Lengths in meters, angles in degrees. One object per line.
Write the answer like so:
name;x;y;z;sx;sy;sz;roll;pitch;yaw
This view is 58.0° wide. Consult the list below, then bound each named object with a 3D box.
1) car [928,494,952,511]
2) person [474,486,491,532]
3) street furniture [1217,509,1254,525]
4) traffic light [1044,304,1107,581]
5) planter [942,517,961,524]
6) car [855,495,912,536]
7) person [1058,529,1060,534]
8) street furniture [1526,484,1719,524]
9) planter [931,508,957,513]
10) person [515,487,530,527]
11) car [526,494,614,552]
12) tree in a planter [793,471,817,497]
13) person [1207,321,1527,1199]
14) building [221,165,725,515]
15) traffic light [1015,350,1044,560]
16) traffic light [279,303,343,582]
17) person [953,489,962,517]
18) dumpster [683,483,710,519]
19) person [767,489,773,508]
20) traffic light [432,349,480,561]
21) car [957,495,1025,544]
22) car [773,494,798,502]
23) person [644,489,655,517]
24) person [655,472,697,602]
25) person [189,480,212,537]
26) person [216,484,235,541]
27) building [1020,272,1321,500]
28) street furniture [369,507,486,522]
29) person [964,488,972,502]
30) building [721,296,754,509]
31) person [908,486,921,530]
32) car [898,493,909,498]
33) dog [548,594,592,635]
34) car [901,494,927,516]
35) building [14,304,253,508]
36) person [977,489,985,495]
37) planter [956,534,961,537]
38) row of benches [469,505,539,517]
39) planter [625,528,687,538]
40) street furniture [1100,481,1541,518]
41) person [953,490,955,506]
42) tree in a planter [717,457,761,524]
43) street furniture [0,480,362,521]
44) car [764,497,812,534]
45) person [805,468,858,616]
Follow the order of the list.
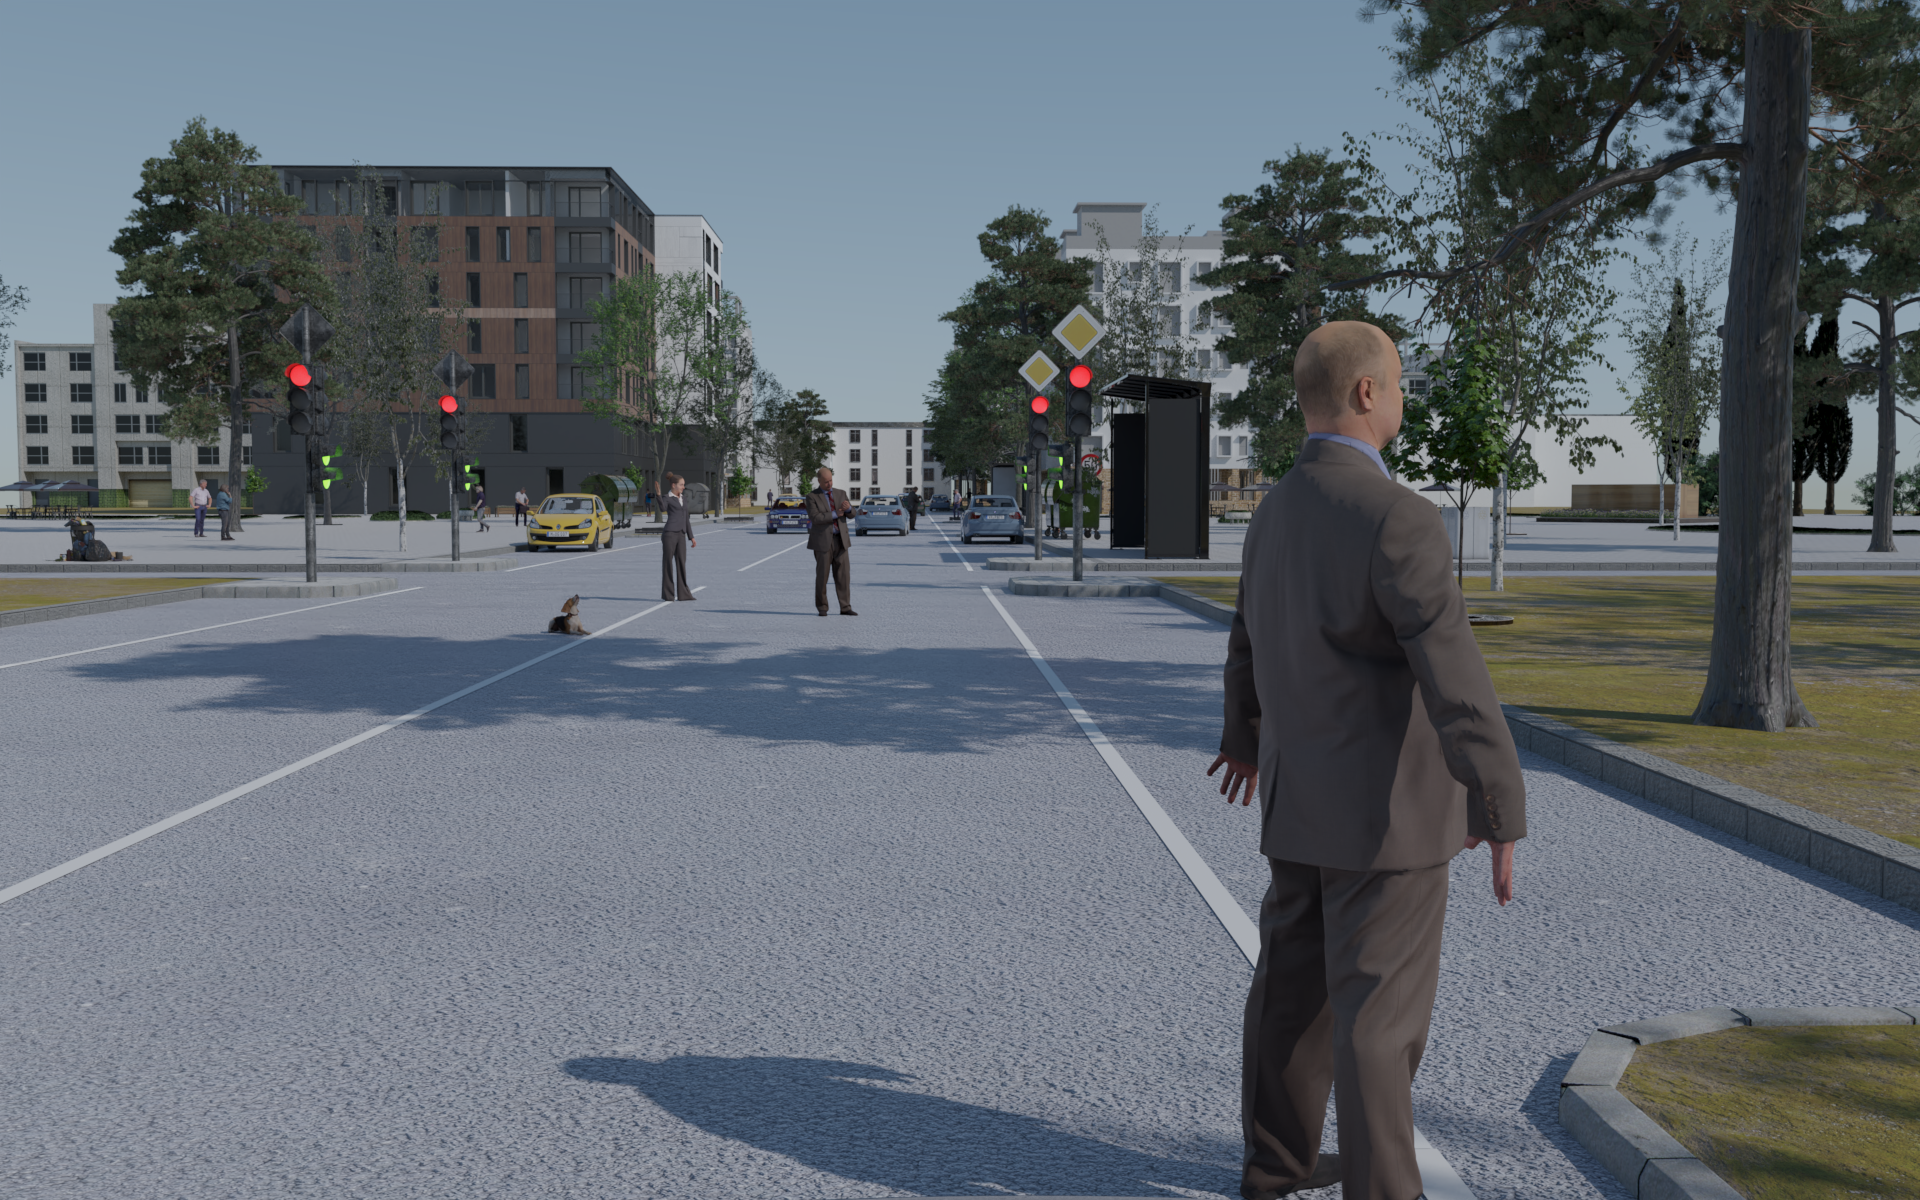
car;-1.713;-8.229;146.541;2.014;1.417;4.499;0;4;-1
person;-15.946;-3.028;57.766;0.471;1.553;0.569;1;4;18
street furniture;15.891;-3.546;73.597;10.072;0.657;5.734;1;4;15
traffic light;1.718;-2.215;25.458;0.839;4.213;0.868;0;4;-2
planter;0.123;-3.914;85.137;1.991;0.319;1.994;0;4;-2
car;-2.680;-2.939;60.057;2.014;1.417;4.499;0;4;0
person;2.980;-2.787;54.837;0.697;1.427;0.421;-3;4;-37
street furniture;29.814;-4.466;79.875;11.010;1.723;9.812;-3;5;-43
planter;-1.255;-6.984;135.330;1.991;0.319;1.994;0;4;-2
person;-17.264;-3.674;68.332;0.590;1.554;0.614;3;5;41
car;-9.895;-2.069;44.051;2.015;1.641;3.980;0;4;-3
tree in a planter;-12.167;-8.442;135.246;1.991;3.239;1.994;0;4;-2
person;0.779;0.348;3.359;0.434;1.755;0.990;-1;4;-17
building;-32.703;-17.152;124.403;27.936;21.610;32.646;0;4;-2
traffic light;1.500;-2.703;33.440;0.839;4.213;0.868;0;4;-2
traffic light;-9.438;-2.195;25.138;0.839;4.213;0.868;0;4;-2
person;-0.213;-5.493;99.249;0.436;1.711;0.756;-1;4;-19
dumpster;-13.666;-5.130;89.635;1.264;1.857;1.865;0;4;-1
person;-15.931;-8.466;145.389;0.541;1.710;0.530;1;4;16
traffic light;-9.657;-2.683;33.120;0.839;4.213;0.868;0;4;-2
car;0.925;-2.379;50.904;2.014;1.417;4.499;0;4;-2
car;-11.904;-6.709;119.923;2.015;1.641;3.980;0;4;-3
person;-17.729;-5.566;98.922;0.647;1.594;0.662;-2;4;-25
person;-3.780;-0.836;22.965;0.445;1.727;0.742;0;4;6
person;-22.533;-2.723;51.505;0.436;1.711;0.756;3;4;38
person;-20.062;-2.385;47.256;0.429;1.552;0.499;-1;4;-13
building;19.363;-19.541;163.465;27.936;21.610;32.646;0;4;-2
street furniture;-26.392;-4.270;85.434;5.734;0.657;10.072;-1;4;-14
person;0.857;-9.015;153.456;1.348;1.822;0.705;-3;4;-38
building;-26.601;-19.284;171.709;11.380;20.091;16.016;0;4;-2
person;-1.805;-3.649;68.856;0.565;1.739;0.600;2;4;30
car;-4.606;-8.310;145.456;1.945;1.707;3.694;0;4;0
dog;-4.001;0.141;17.891;0.550;0.427;0.748;0;4;2
car;-3.149;-6.280;112.466;2.009;1.686;4.222;0;4;-3
building;-72.085;-18.536;169.514;31.486;18.905;16.747;0;4;-2
person;2.018;-9.981;169.324;1.348;1.812;0.705;-2;4;-28
planter;0.871;-2.267;58.204;1.991;0.319;1.994;0;4;-2
row of benches;-25.049;-4.914;95.802;4.104;0.672;1.422;-2;4;-28
planter;-10.050;-2.248;57.896;1.991;0.319;1.994;0;4;-2
street furniture;20.818;-5.710;98.389;27.439;1.986;14.083;0;4;-5
person;-0.526;-10.594;180.053;0.445;1.727;0.742;-2;4;-29
tree in a planter;-10.795;-5.353;84.740;1.991;3.239;1.994;0;4;-2
street furniture;-46.840;-5.242;90.732;27.439;1.986;14.083;1;4;9
car;-6.138;-3.099;63.249;1.945;1.354;3.894;0;4;-3
person;-1.486;-0.681;20.323;0.600;1.739;0.565;3;4;37
